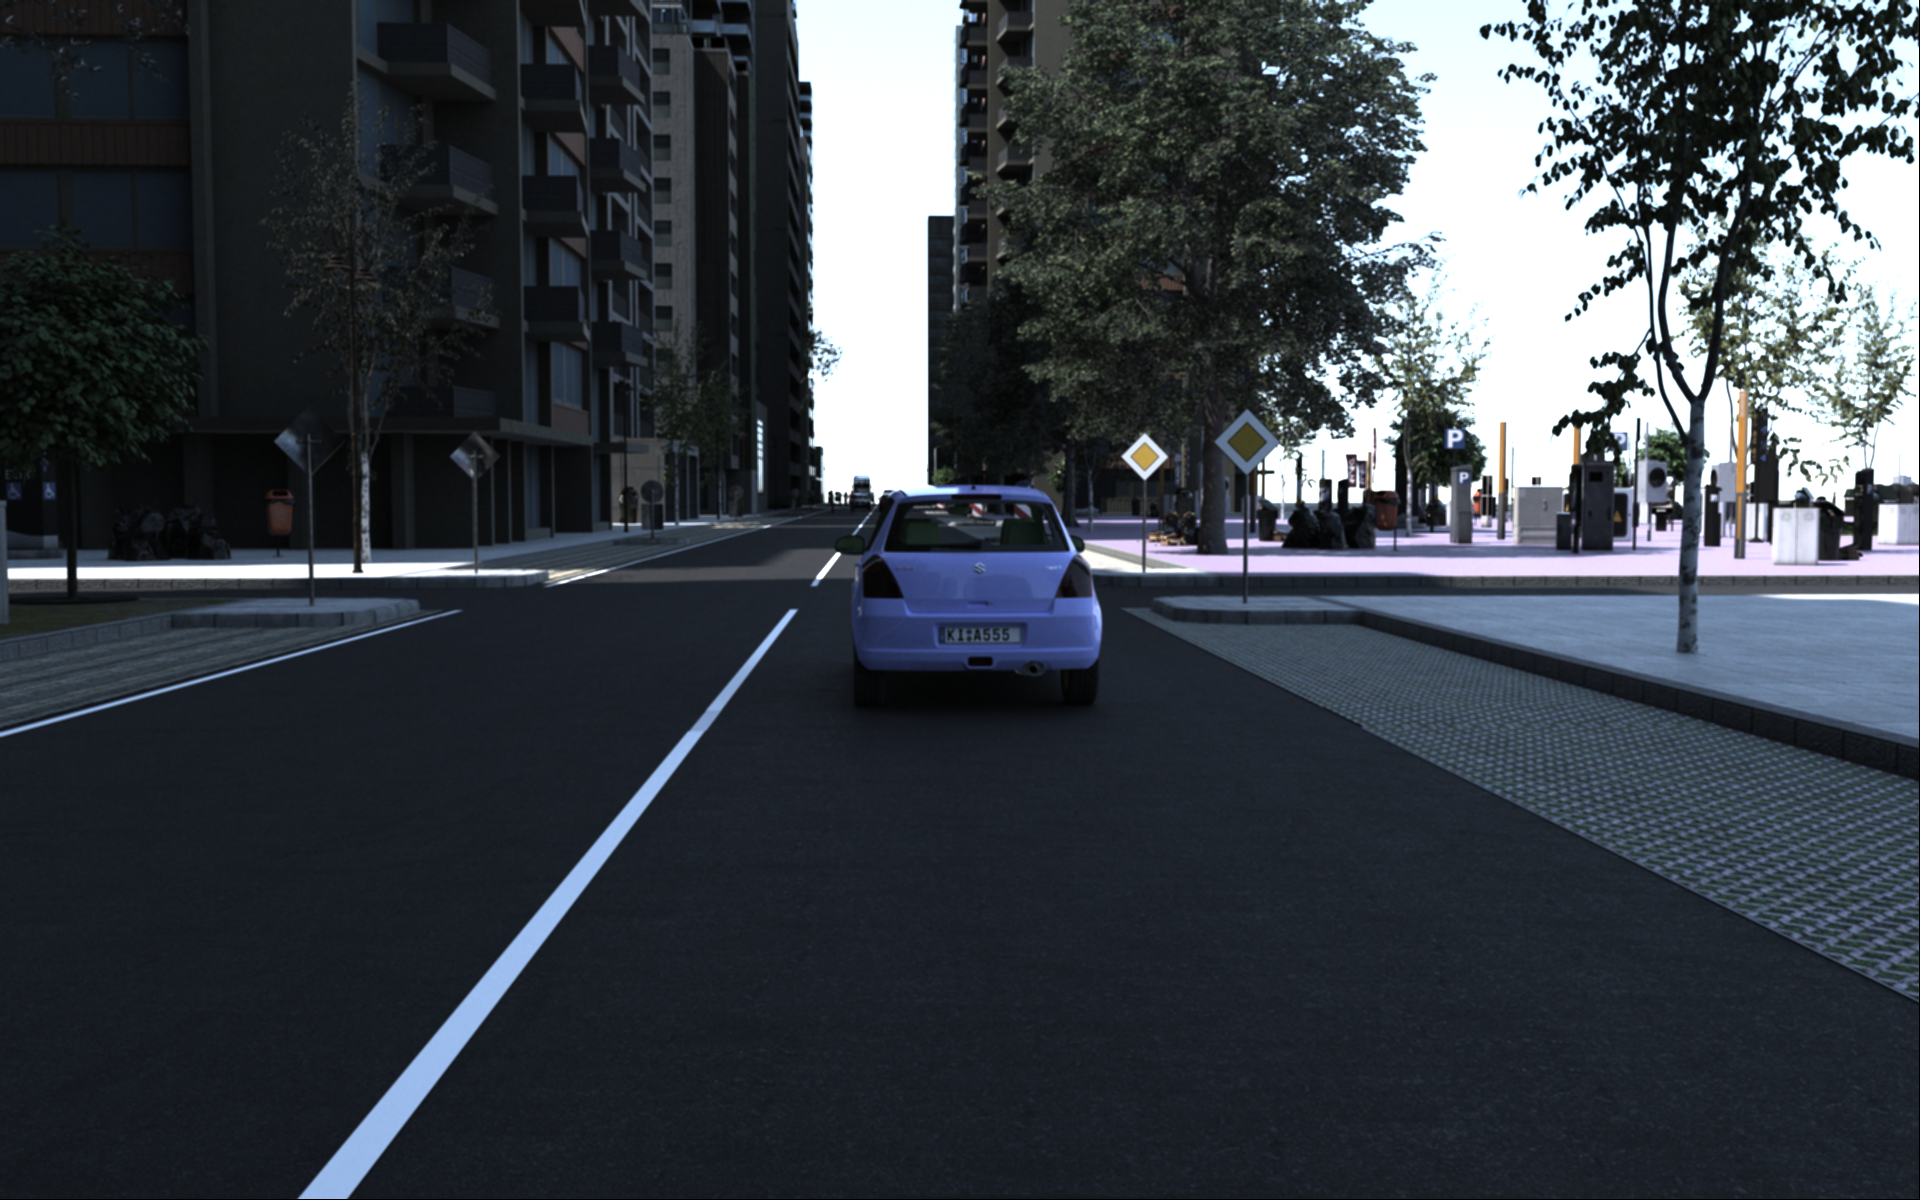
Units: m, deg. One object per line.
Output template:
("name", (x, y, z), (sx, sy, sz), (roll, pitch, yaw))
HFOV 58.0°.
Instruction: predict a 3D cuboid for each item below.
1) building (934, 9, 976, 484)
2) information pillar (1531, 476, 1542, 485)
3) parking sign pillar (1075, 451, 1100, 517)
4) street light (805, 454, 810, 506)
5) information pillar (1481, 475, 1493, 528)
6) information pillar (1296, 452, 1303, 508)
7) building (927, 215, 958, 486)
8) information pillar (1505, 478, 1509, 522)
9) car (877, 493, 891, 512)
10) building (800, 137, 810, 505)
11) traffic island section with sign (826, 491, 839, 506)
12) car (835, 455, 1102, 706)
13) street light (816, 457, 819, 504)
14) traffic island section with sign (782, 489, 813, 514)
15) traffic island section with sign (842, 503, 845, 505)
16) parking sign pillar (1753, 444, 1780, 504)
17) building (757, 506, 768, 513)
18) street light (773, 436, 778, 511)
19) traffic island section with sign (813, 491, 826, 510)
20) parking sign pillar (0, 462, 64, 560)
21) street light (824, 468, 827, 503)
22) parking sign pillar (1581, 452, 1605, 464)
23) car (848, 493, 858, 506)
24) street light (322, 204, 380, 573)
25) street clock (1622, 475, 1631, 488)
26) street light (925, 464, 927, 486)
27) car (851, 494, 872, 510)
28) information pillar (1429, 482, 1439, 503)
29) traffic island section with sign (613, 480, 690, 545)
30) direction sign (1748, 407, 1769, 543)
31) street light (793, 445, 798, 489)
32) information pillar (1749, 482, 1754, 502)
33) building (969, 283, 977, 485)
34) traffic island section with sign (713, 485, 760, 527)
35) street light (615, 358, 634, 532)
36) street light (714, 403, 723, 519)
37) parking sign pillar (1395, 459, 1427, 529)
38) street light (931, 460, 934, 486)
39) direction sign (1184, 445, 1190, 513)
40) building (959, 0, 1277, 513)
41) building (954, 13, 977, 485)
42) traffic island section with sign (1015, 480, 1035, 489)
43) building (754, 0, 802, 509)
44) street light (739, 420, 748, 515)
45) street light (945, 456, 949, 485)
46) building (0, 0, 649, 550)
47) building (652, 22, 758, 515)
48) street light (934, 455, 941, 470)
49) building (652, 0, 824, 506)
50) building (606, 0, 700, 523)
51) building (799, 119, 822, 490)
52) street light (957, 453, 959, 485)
("building", (8.051, -56.235, 232.113), (22.319, 86.520, 31.000), (0, 4, -2))
("information pillar", (23.873, -4.115, 71.778), (0.304, 2.012, 0.304), (-3, 4, -36))
("parking sign pillar", (7.079, -6.611, 96.569), (1.447, 3.967, 1.447), (-1, 4, -9))
("street light", (-16.542, -13.129, 187.454), (0.468, 5.910, 1.993), (0, 4, -2))
("information pillar", (20.204, -3.786, 66.399), (0.304, 2.012, 0.304), (-2, 4, -35))
("information pillar", (19.043, -6.471, 97.148), (0.183, 3.616, 0.504), (-1, 4, -23))
("building", (2.153, -34.995, 255.766), (14.154, 41.232, 14.086), (0, 4, -2))
("information pillar", (24.942, -4.581, 79.398), (0.304, 2.012, 0.304), (-2, 4, -34))
("car", (-5.758, -8.145, 142.210), (2.155, 1.783, 4.494), (0, 4, -2))
("building", (-24.158, -31.125, 192.492), (14.154, 41.232, 14.086), (0, 4, -2))
("traffic island section with sign", (-15.529, -12.230, 208.587), (1.989, 1.847, 2.006), (0, 4, -2))
("car", (0.024, -0.212, 13.060), (1.945, 1.707, 3.694), (0, 4, -4))
("street light", (-17.924, -14.991, 217.893), (0.468, 5.910, 1.993), (0, 4, -2))
("traffic island section with sign", (-12.087, -7.291, 127.839), (1.989, 1.847, 2.006), (0, 4, -2))
("traffic island section with sign", (-16.710, -13.930, 236.386), (1.989, 1.847, 2.006), (0, 4, -2))
("parking sign pillar", (43.556, -6.426, 93.541), (1.447, 3.967, 1.447), (-2, 4, -26))
("building", (-25.711, -50.064, 131.224), (22.319, 86.520, 31.000), (0, 4, -2))
("street light", (-14.340, -9.889, 134.469), (0.468, 5.910, 1.993), (0, 4, -2))
("traffic island section with sign", (-13.237, -8.938, 154.770), (1.989, 1.847, 2.006), (0, 4, -2))
("parking sign pillar", (-18.714, -2.814, 34.479), (1.447, 3.967, 1.447), (1, 4, 11))
("street light", (-19.352, -16.862, 248.488), (0.468, 5.910, 1.993), (0, 4, -2))
("parking sign pillar", (31.048, -5.914, 85.161), (1.447, 3.967, 1.447), (3, 4, 38))
("car", (-11.583, -11.261, 193.713), (1.945, 1.707, 3.694), (0, 4, -1))
("street light", (-9.798, -3.377, 27.999), (0.468, 5.910, 1.993), (0, 4, -2))
("street clock", (25.208, -3.729, 65.537), (0.358, 2.002, 0.471), (0, 4, 7))
("street light", (-5.060, -17.724, 262.577), (0.468, 5.910, 1.993), (0, 4, -2))
("car", (-9.027, -9.052, 157.779), (2.009, 1.686, 4.222), (0, 4, -1))
("information pillar", (25.281, -6.179, 92.379), (0.504, 3.616, 0.183), (1, 4, 22))
("traffic island section with sign", (-8.729, -2.480, 49.179), (1.989, 1.847, 2.006), (0, 4, -2))
("direction sign", (21.086, -3.288, 45.760), (0.379, 3.537, 0.876), (0, 4, -2))
("street light", (-15.599, -11.730, 164.569), (0.468, 5.910, 1.993), (0, 4, -2))
("information pillar", (46.387, -5.930, 101.441), (0.304, 2.012, 0.304), (1, 4, 21))
("building", (7.669, -23.232, 151.550), (14.160, 30.474, 14.107), (0, 4, -2))
("traffic island section with sign", (-9.909, -4.175, 76.883), (1.989, 1.847, 2.006), (0, 4, -2))
("street light", (-11.240, -5.220, 58.141), (0.468, 5.910, 1.993), (0, 4, -2))
("street light", (-12.314, -7.051, 88.071), (0.468, 5.910, 1.993), (0, 4, -2))
("parking sign pillar", (16.721, -4.668, 64.798), (1.447, 3.967, 1.447), (-1, 4, -8))
("street light", (-3.653, -15.846, 231.875), (0.468, 5.910, 1.993), (0, 4, -2))
("direction sign", (10.488, -5.388, 80.090), (0.379, 3.537, 0.876), (0, 4, -8))
("building", (11.229, -29.063, 129.798), (22.147, 44.769, 28.867), (0, 4, -2))
("building", (10.033, -44.628, 167.915), (20.563, 71.187, 20.611), (0, 4, -2))
("traffic island section with sign", (1.728, -2.603, 51.191), (1.989, 1.847, 2.006), (0, 4, -2))
("building", (-25.838, -32.719, 158.653), (21.300, 48.544, 21.600), (0, 4, -2))
("street light", (-13.028, -8.049, 104.383), (0.468, 5.910, 1.993), (0, 4, -2))
("street light", (-1.362, -12.632, 179.313), (0.468, 5.910, 1.993), (0, 4, -2))
("building", (-21.643, -24.284, 51.675), (22.147, 44.769, 28.867), (0, 4, -2))
("building", (-20.551, -20.694, 110.050), (14.160, 30.474, 14.107), (0, 4, -2))
("street light", (-2.419, -14.016, 201.952), (0.468, 5.910, 1.993), (0, 4, -2))
("building", (-30.315, -56.950, 243.796), (22.319, 86.520, 31.000), (0, 4, -2))
("building", (-23.630, -39.464, 83.492), (20.563, 71.187, 20.611), (0, 4, -2))
("building", (-29.471, -36.371, 214.277), (23.786, 49.044, 30.456), (0, 4, -2))
("street light", (-0.112, -10.793, 149.245), (0.468, 5.910, 1.993), (0, 4, -2))
